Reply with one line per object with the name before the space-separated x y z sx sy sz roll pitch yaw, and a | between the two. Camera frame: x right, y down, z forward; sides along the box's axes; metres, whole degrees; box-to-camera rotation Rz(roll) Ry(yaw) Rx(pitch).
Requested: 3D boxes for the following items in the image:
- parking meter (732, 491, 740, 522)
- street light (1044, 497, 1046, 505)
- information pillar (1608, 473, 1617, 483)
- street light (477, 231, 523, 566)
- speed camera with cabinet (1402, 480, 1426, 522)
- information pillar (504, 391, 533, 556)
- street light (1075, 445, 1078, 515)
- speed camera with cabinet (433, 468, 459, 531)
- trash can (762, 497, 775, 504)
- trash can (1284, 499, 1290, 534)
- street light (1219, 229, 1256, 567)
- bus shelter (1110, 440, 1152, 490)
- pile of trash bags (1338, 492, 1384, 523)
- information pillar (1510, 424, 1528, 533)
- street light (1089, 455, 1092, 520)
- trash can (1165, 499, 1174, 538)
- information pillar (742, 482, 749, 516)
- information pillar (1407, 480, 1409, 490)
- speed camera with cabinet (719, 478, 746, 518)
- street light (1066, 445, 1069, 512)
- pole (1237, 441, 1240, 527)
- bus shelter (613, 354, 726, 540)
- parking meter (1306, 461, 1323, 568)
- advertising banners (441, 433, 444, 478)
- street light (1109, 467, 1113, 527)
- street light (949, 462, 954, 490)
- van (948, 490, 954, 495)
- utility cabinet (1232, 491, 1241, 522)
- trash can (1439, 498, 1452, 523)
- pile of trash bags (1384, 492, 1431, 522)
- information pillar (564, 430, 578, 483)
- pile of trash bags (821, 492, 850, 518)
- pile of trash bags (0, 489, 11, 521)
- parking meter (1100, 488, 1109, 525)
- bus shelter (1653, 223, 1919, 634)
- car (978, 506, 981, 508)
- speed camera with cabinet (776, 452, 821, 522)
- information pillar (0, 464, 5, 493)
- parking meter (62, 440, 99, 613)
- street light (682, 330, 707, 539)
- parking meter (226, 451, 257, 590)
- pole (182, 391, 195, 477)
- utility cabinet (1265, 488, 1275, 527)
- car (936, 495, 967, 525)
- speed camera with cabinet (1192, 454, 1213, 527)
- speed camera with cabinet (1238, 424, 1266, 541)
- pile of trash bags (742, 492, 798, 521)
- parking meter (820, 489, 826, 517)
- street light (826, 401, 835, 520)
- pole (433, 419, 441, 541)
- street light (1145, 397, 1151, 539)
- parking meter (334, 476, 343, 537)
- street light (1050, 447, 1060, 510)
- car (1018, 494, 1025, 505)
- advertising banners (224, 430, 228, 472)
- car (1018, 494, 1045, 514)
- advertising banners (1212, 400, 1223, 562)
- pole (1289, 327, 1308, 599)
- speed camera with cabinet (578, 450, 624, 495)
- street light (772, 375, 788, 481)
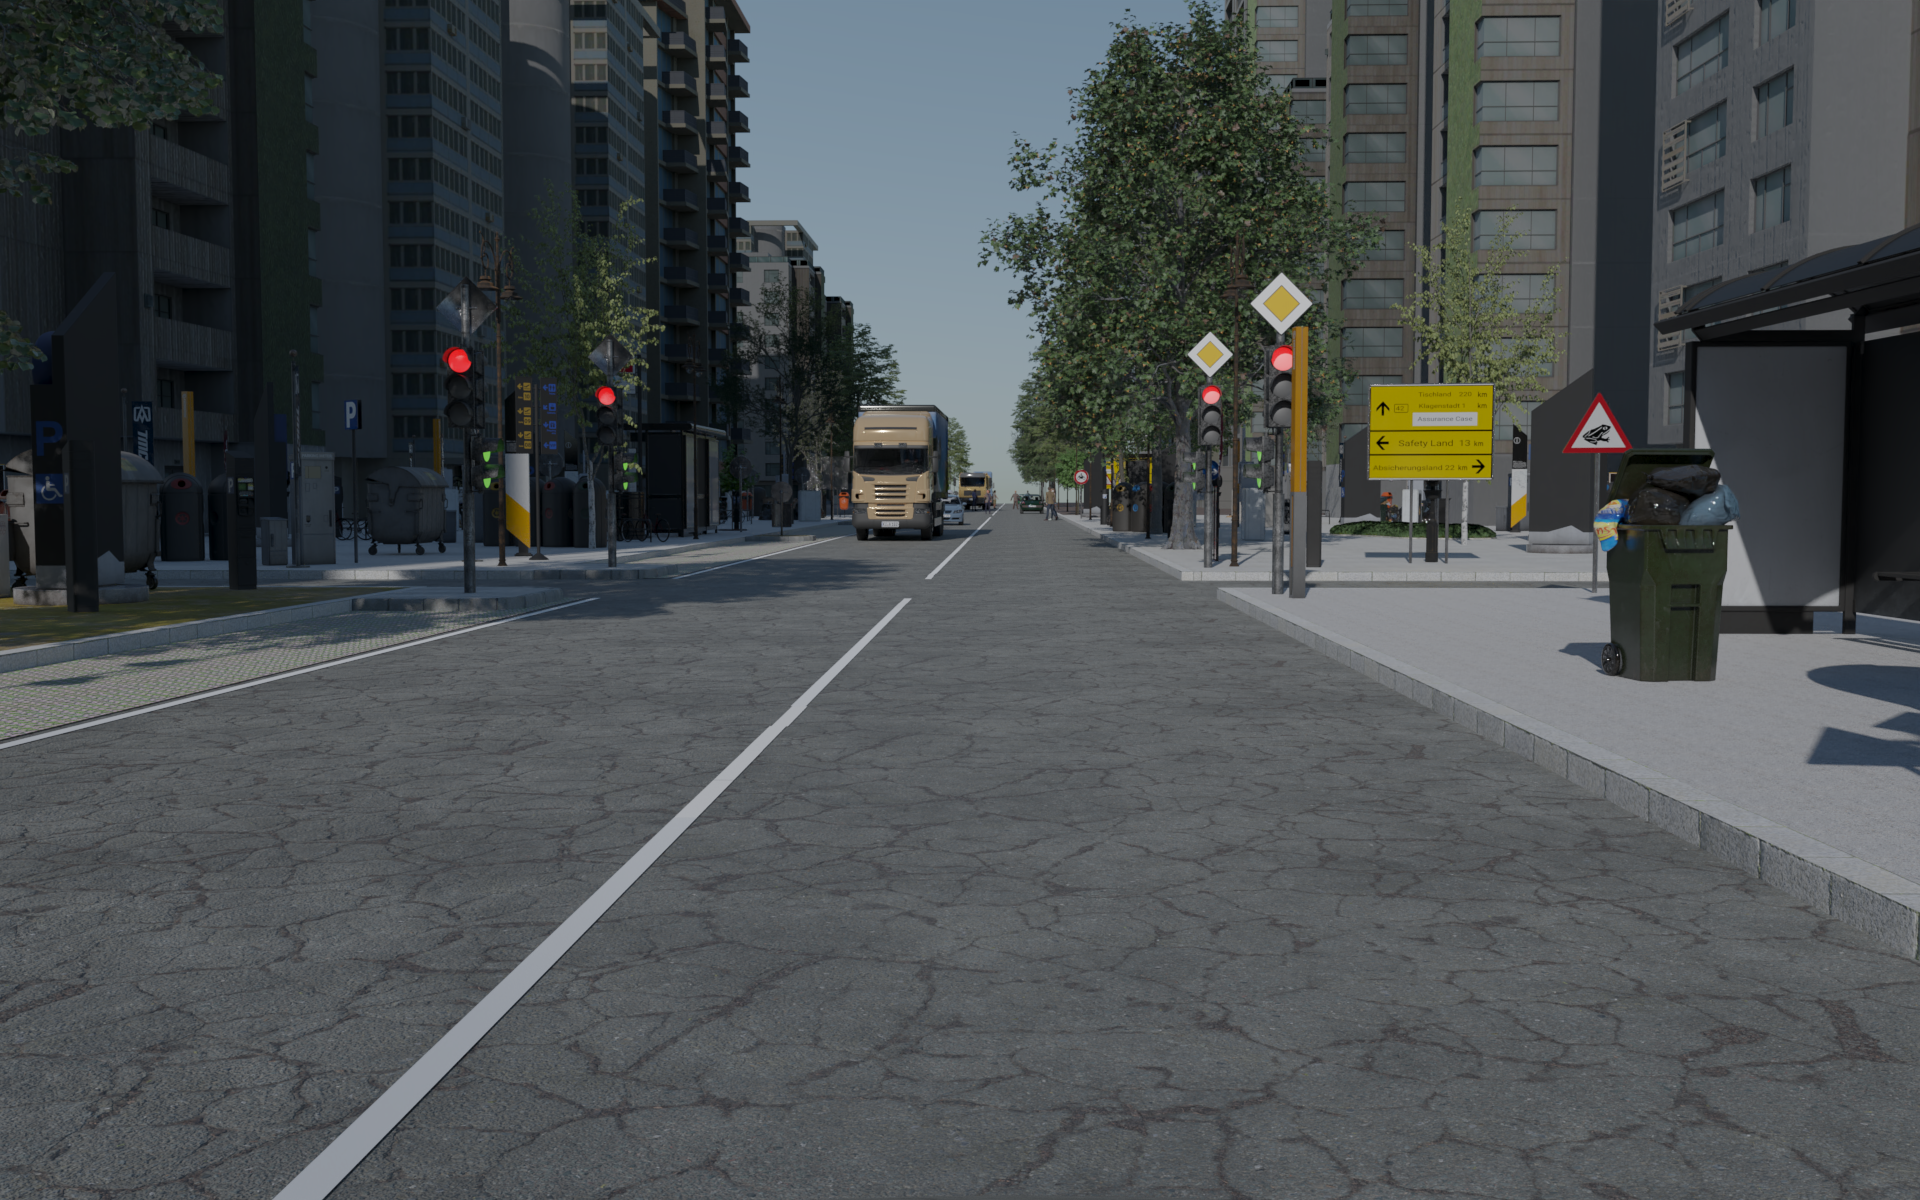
parking meter | -10.173 -4.309 78.869 0.372 1.533 0.369 0 3 0
street light | 10.331 -14.402 208.264 0.468 5.910 1.993 0 4 2
information pillar | 22.359 -3.352 59.304 0.304 2.012 0.304 1 4 16
street light | -8.155 -3.541 30.687 0.468 5.910 1.993 0 4 2
speed camera with cabinet | 16.706 -4.238 63.631 0.660 3.252 2.038 1 4 23
information pillar | -9.083 -2.706 35.600 0.504 3.616 0.183 0 4 -4
street light | 7.054 -8.075 104.817 0.468 5.910 1.993 0 4 2
speed camera with cabinet | -17.887 -4.035 60.310 0.660 3.252 2.038 -2 4 -24
trash can | -9.926 -4.787 89.920 0.748 1.137 0.748 0 3 0
trash can | 10.336 -2.663 55.191 0.748 1.137 0.748 0 3 0
street light | 4.856 -3.529 30.493 0.468 5.910 1.993 0 4 2
bus shelter | 9.523 -7.085 93.472 2.179 5.291 8.768 0 4 2
pile of trash bags | 18.676 -4.207 78.534 1.912 1.369 3.447 3 5 40
information pillar | 18.577 -4.050 57.567 0.504 3.616 0.183 1 4 16
street light | 6.526 -6.954 86.489 0.468 5.910 1.993 0 4 2
trash can | 6.024 -2.208 47.749 0.748 1.137 0.748 0 3 0
information pillar | -12.165 -5.729 98.155 0.304 2.012 0.304 3 4 37
information pillar | 22.336 -4.973 85.798 0.304 2.012 0.304 -3 5 -43
speed camera with cabinet | -12.478 -5.983 92.163 2.038 3.252 0.660 -1 4 -19
street light | 7.763 -9.309 124.982 0.468 5.910 1.993 0 4 2
pole | 10.715 -4.473 66.979 0.158 3.312 0.155 0 3 0
bus shelter | -8.901 -4.578 52.476 2.179 5.291 8.768 0 4 2
parking meter | 6.216 -1.509 30.386 0.255 1.863 0.399 1 4 13
advertising banners | -14.764 -3.247 49.273 0.090 3.025 2.074 -1 4 -12
street light | 5.955 -5.812 67.821 0.468 5.910 1.993 0 4 2
street light | -1.379 -16.687 245.622 0.468 5.910 1.993 0 4 2
van | -1.366 -10.337 176.020 2.013 2.044 4.112 0 4 1
utility cabinet | 12.891 -4.260 78.326 1.173 1.500 0.318 2 4 31
trash can | 16.298 -2.884 58.815 0.748 1.137 0.748 0 3 0
pile of trash bags | 18.192 -3.607 68.732 1.912 1.369 3.447 2 4 23
information pillar | -14.172 -4.388 63.092 0.504 3.616 0.183 -1 4 -22
pile of trash bags | -7.563 -5.041 92.179 3.447 1.369 1.912 0 4 2
pile of trash bags | -19.185 -1.455 33.550 3.447 1.369 1.912 2 4 27
parking meter | 6.038 -3.904 72.249 0.372 1.533 0.369 0 3 0
bus shelter | 7.343 -1.187 13.330 2.014 3.302 5.546 0 4 2
car | 1.325 -10.454 181.142 2.015 1.641 3.980 0 4 3
speed camera with cabinet | -7.570 -5.304 81.054 2.038 3.252 0.660 -1 4 -17
information pillar | -23.560 -2.314 42.330 0.304 2.012 0.304 2 4 24
parking meter | -9.597 -0.806 18.897 0.255 1.863 0.399 -3 5 -39
street light | -7.499 -4.662 49.011 0.468 5.910 1.993 0 4 2
parking meter | -9.665 -1.076 23.297 0.255 1.863 0.399 -3 5 -44
pole | -15.352 -2.487 34.509 0.158 3.312 0.155 0 3 0
utility cabinet | 11.820 -3.554 66.792 0.318 1.500 1.173 2 4 33
car | -0.690 -4.194 80.575 2.014 1.417 4.499 0 4 0
speed camera with cabinet | 9.004 -4.462 67.293 0.660 3.252 2.038 -2 4 -28
speed camera with cabinet | 8.179 -3.311 48.474 0.660 3.252 2.038 0 4 4
pile of trash bags | -9.189 -4.580 84.641 3.447 1.369 1.912 -3 4 -38
parking meter | -7.647 -5.567 96.730 0.255 1.863 0.399 -2 4 -31
street light | -6.366 -6.916 85.857 0.468 5.910 1.993 0 4 2
pole | -14.189 -3.254 47.054 0.158 3.312 0.155 0 3 0
street light | 5.392 -4.692 49.494 0.468 5.910 1.993 0 4 2
parking meter | -18.456 -2.782 51.202 0.399 1.863 0.255 -2 4 -32
street light | 8.898 -11.584 162.183 0.468 5.910 1.993 0 4 2
car | 7.595 -11.970 207.506 2.131 1.459 4.920 0 4 1
advertising banners | -19.629 -3.091 46.723 0.090 3.025 2.074 -2 4 -32
car | 5.243 -7.147 126.646 2.009 1.686 4.222 0 4 1
advertising banners | 4.925 -2.263 33.192 0.090 3.025 2.074 0 4 5
pole | 4.155 -1.676 21.249 0.158 3.312 0.155 0 3 0
speed camera with cabinet | -16.244 -5.130 78.216 2.038 3.252 0.660 1 4 13
street light | -6.974 -5.783 67.339 0.468 5.910 1.993 0 4 2
